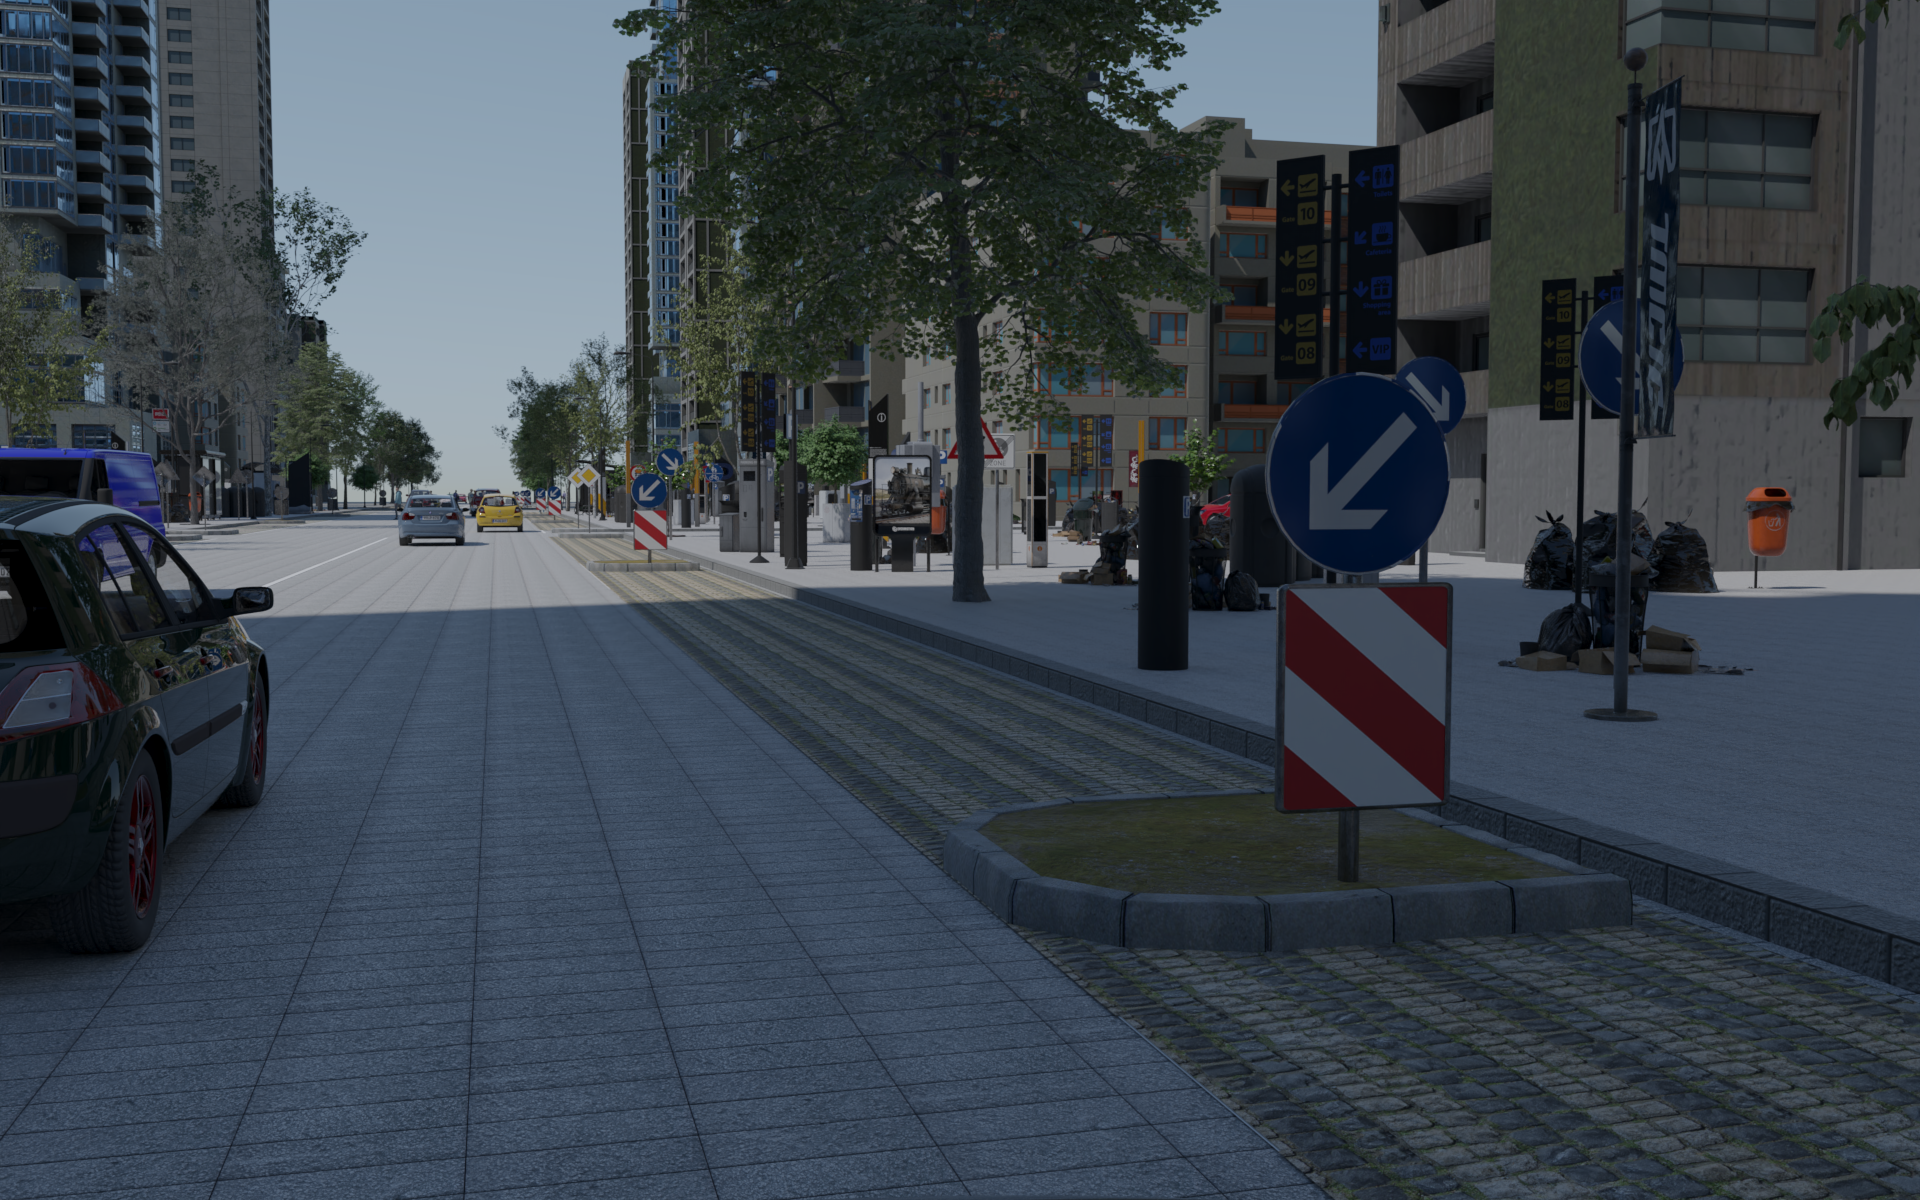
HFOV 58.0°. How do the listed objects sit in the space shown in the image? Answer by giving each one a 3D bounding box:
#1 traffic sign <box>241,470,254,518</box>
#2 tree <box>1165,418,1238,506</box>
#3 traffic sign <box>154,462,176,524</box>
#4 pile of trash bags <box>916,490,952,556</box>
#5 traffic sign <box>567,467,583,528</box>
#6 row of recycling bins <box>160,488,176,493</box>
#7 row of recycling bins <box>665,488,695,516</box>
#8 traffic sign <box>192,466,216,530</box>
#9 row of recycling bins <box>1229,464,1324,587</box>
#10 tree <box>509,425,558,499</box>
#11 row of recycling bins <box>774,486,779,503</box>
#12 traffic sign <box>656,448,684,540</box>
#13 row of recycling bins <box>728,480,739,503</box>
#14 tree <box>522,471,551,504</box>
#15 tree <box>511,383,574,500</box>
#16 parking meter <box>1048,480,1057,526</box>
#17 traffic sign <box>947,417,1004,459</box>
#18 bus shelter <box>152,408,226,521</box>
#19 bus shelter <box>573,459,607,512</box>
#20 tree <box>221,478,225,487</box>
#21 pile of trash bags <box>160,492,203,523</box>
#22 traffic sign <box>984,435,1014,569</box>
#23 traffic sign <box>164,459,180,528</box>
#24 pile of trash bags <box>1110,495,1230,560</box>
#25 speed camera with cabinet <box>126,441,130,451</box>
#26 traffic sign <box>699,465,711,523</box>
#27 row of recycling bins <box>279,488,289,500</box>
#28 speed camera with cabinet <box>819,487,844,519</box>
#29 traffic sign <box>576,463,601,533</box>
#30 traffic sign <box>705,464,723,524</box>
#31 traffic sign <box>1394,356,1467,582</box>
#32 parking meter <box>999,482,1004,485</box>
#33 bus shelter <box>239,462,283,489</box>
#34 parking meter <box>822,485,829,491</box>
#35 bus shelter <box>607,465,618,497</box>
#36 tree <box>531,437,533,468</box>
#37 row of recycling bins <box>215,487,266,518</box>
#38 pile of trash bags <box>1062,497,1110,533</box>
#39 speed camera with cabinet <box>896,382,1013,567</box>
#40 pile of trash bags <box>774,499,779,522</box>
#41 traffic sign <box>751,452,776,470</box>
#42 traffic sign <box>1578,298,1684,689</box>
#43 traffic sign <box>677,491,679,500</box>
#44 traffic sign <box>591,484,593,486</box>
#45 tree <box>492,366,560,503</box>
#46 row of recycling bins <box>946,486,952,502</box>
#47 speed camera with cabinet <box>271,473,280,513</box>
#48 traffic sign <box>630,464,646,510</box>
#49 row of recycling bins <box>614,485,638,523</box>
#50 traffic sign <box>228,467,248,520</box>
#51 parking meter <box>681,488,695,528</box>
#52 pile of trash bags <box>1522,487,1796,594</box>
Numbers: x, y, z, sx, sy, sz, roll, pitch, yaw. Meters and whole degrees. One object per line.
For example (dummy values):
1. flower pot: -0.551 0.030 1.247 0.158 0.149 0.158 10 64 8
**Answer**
1. traffic sign: -37.419 -5.553 90.892 0.768 2.556 0.104 0 4 -5
2. tree: 5.952 -3.028 44.112 1.663 3.219 1.824 0 3 0
3. traffic sign: -24.630 -3.049 53.497 0.795 2.450 0.064 -1 4 -15
4. pile of trash bags: -0.175 -1.700 37.550 1.912 1.369 3.447 1 4 12
5. traffic sign: -14.228 -3.723 64.510 0.795 2.450 0.064 -1 4 -15
6. row of recycling bins: -53.232 -6.814 118.528 1.069 1.692 3.534 2 4 29
7. row of recycling bins: -16.614 -5.726 100.727 3.534 1.692 1.069 0 4 -5
8. traffic sign: -26.692 -3.521 61.212 0.795 2.450 0.064 -1 4 -15
9. row of recycling bins: 4.650 -1.116 25.368 1.069 1.692 3.534 1 4 22
10. tree: -67.660 -22.594 276.069 9.857 13.997 8.962 0 3 0
11. row of recycling bins: -10.385 -5.086 90.270 1.069 1.692 3.534 -2 4 -35
12. traffic sign: -8.039 -2.934 48.082 0.768 2.556 0.104 -1 4 -13
13. row of recycling bins: -6.776 -2.872 54.071 1.069 1.692 3.534 0 4 -4
14. tree: -56.463 -15.368 234.974 4.285 4.588 4.351 0 3 0
15. tree: -42.128 -15.854 177.337 7.486 12.596 7.792 0 3 0
16. parking meter: 3.632 -3.864 68.888 0.399 1.863 0.255 -1 4 -12
17. traffic sign: 0.230 -1.610 26.333 0.884 2.594 0.081 -1 4 -12
18. bus shelter: -37.239 -6.479 83.558 2.179 5.291 8.768 -1 4 -15
19. bus shelter: -25.814 -7.891 120.296 1.731 3.624 6.357 -1 4 -15
20. tree: -48.901 -7.299 113.940 1.663 3.219 1.824 0 3 0
21. pile of trash bags: -35.284 -4.143 77.483 1.912 1.369 3.447 1 4 19
22. traffic sign: 0.632 -1.668 29.394 0.606 2.300 0.079 -1 4 -12
23. traffic sign: -29.680 -3.966 64.848 0.884 2.594 0.081 0 4 -8
24. pile of trash bags: 4.973 -1.489 34.102 3.447 1.369 1.912 -1 4 -21
25. speed camera with cabinet: -31.651 -4.295 64.558 2.038 3.252 0.660 -3 5 -40
26. traffic sign: -11.305 -4.722 77.310 0.768 2.556 0.104 -1 4 -14
27. row of recycling bins: -49.132 -7.256 125.746 3.534 1.692 1.069 -2 4 -34
28. speed camera with cabinet: -6.281 -5.801 89.175 2.038 3.252 0.660 -3 5 -43
29. traffic sign: -12.166 -3.251 56.795 0.795 2.450 0.064 -1 4 -15
30. traffic sign: -10.400 -4.475 73.276 0.768 2.556 0.104 -1 4 -9
31. traffic sign: 4.319 -0.978 16.100 0.768 2.556 0.104 -1 4 -12
32. parking meter: 1.770 -4.288 75.815 0.399 1.863 0.255 0 4 -5
33. bus shelter: -45.126 -7.216 111.905 2.014 3.302 5.546 -1 4 -15
34. parking meter: -8.075 -6.015 104.049 0.399 1.863 0.255 -3 5 -40
35. bus shelter: -27.480 -8.834 135.718 1.731 3.624 6.357 -1 4 -15
36. tree: -32.973 -11.937 145.536 4.737 8.622 4.395 0 3 0
37. row of recycling bins: -39.829 -5.424 95.791 1.069 1.692 3.534 1 4 21
38. pile of trash bags: 5.178 -2.913 57.372 3.447 1.369 1.912 -1 4 -15
39. speed camera with cabinet: -0.098 -2.243 31.009 2.038 3.252 0.660 -1 4 -18
40. pile of trash bags: -8.389 -4.300 80.064 1.912 1.369 3.447 -1 4 -23
41. traffic sign: -5.751 -3.091 50.647 0.768 2.556 0.104 0 4 -8
42. traffic sign: 4.348 -0.687 11.334 0.768 2.556 0.104 -1 4 -13
43. traffic sign: -14.857 -5.571 91.195 0.768 2.556 0.104 -1 4 -11
44. traffic sign: -24.311 -7.047 115.224 0.884 2.594 0.081 0 4 -7
45. tree: -62.188 -24.370 254.338 12.611 20.169 13.585 0 3 0
46. row of recycling bins: -1.456 -4.994 88.772 1.069 1.692 3.534 -2 4 -32
47. speed camera with cabinet: -46.580 -7.476 116.560 0.660 3.252 2.038 1 4 11
48. traffic sign: -13.843 -4.553 74.554 0.768 2.556 0.104 -1 4 -13
49. row of recycling bins: -15.088 -4.348 78.204 1.069 1.692 3.534 -1 4 -16
50. traffic sign: -35.074 -5.148 84.167 0.884 2.594 0.081 -1 4 -14
51. parking meter: -10.343 -3.486 65.405 0.372 1.533 0.369 0 3 0
52. pile of trash bags: 9.444 -0.820 23.159 3.447 1.369 1.912 0 4 -5
